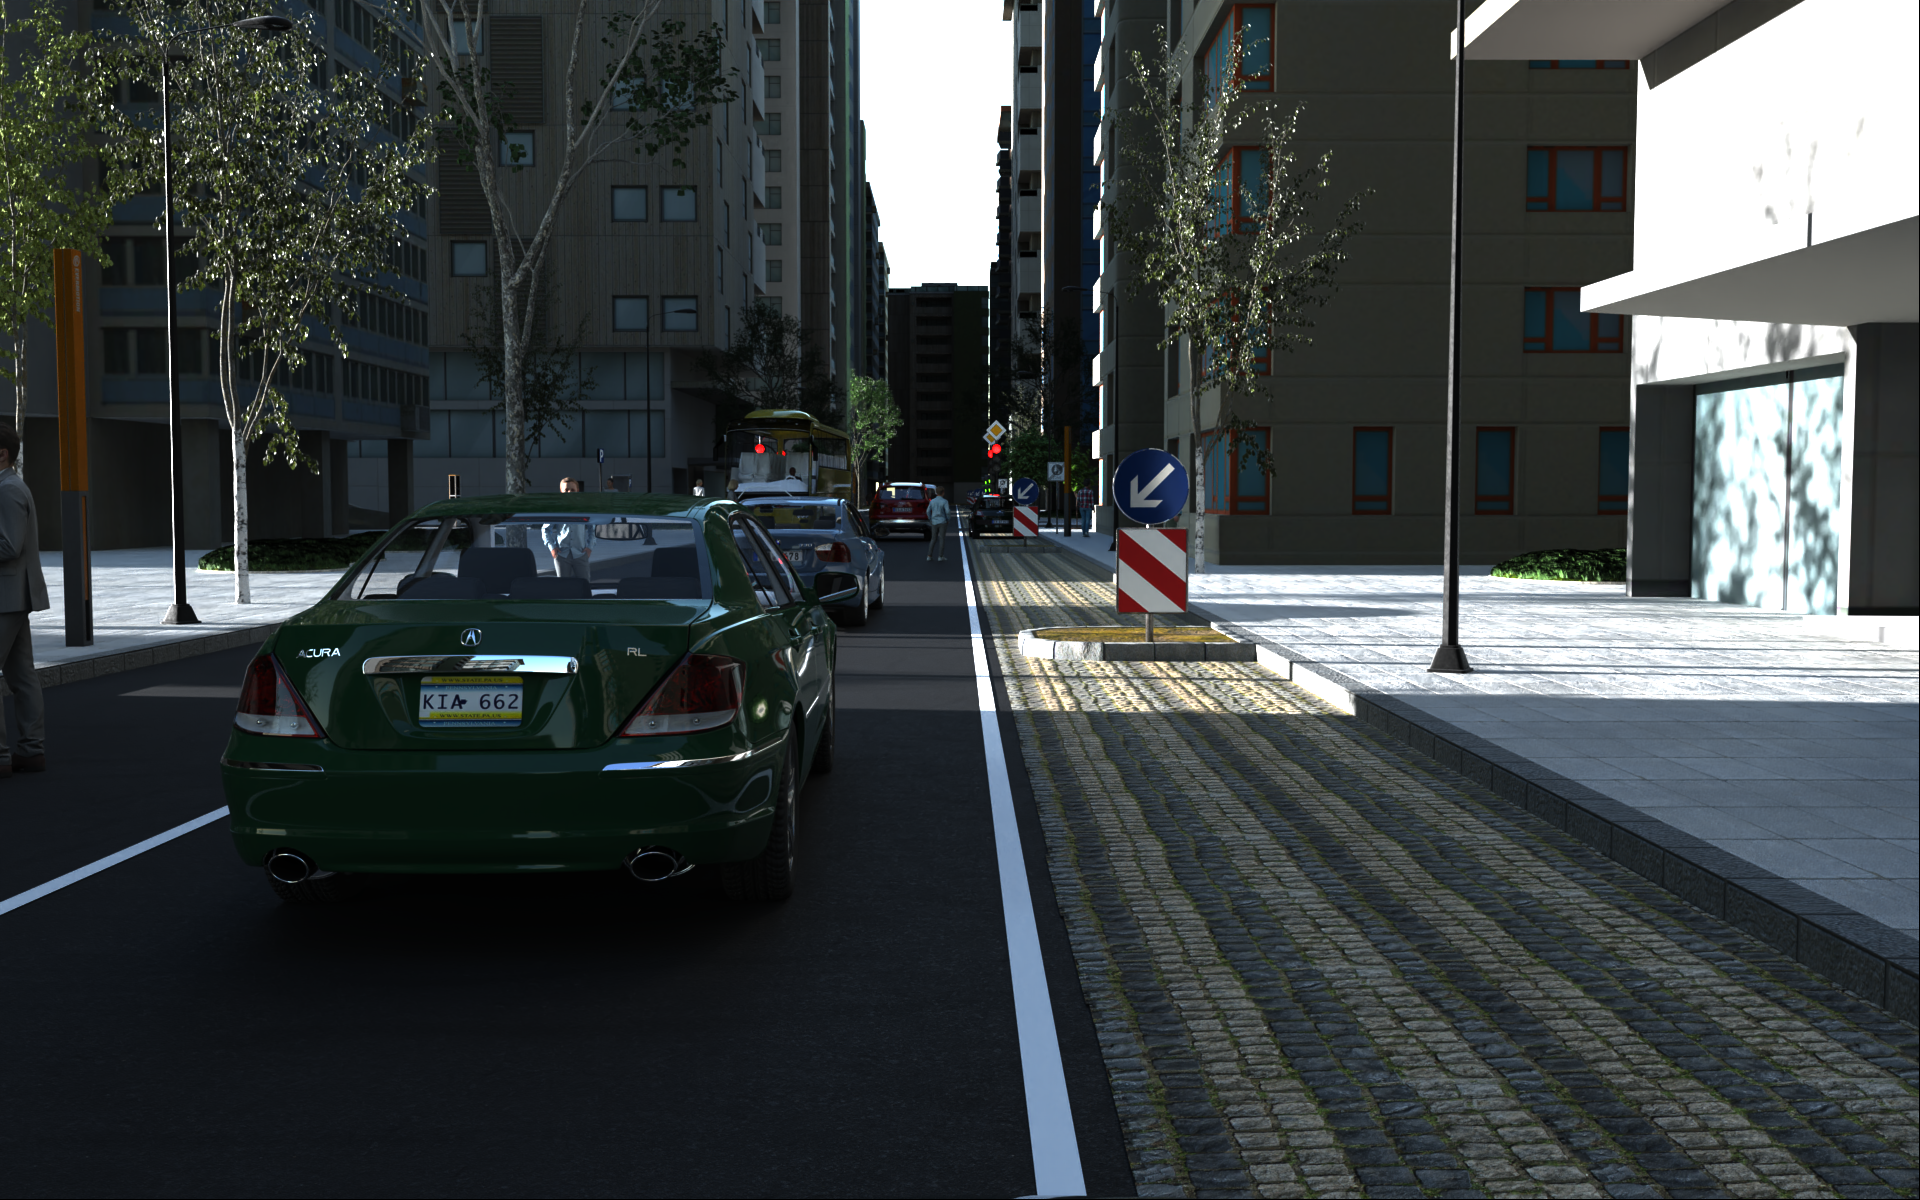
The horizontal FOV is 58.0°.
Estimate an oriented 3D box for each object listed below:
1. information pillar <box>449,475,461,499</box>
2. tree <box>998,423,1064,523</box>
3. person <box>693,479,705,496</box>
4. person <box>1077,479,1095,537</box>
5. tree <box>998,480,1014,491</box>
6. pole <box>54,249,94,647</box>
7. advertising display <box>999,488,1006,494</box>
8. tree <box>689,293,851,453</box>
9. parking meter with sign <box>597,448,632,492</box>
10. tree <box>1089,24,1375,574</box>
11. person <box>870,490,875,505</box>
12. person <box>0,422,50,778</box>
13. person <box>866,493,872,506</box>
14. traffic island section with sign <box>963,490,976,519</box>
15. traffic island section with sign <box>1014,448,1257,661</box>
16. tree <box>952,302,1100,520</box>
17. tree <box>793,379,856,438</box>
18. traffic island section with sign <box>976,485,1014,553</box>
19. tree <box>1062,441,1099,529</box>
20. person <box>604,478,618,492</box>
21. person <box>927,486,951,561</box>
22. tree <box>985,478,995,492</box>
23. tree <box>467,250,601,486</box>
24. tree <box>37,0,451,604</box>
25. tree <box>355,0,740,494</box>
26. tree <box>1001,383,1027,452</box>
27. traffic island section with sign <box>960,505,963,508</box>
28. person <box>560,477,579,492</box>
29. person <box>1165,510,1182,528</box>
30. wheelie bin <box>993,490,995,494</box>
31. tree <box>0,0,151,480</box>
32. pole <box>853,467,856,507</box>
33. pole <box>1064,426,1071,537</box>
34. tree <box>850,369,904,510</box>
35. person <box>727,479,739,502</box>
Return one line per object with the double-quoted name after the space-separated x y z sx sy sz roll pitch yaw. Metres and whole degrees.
-19.366 -3.788 66.432 0.304 2.012 0.304 1 4 20 "information pillar"
3.397 -5.781 78.232 4.285 4.588 4.351 0 3 0 "tree"
-9.898 -3.661 65.778 0.514 1.842 0.818 0 4 1 "person"
3.749 -2.738 51.647 0.563 1.720 0.643 2 4 32 "person"
3.560 -6.593 102.393 1.663 3.219 1.824 0 3 0 "tree"
-7.441 -1.266 14.539 0.158 3.312 0.155 0 3 0 "pole"
2.909 -6.971 119.191 0.123 1.923 0.974 1 4 22 "advertising display"
-8.511 -8.946 80.687 7.601 10.594 8.767 1 4 16 "tree"
-12.947 -4.285 66.326 1.738 3.016 0.543 0 4 6 "parking meter with sign"
4.069 -4.725 27.623 4.360 8.622 3.978 0 3 0 "tree"
-9.383 -10.868 184.454 1.217 1.735 0.721 -1 4 -14 "person"
-4.963 -0.007 8.808 0.583 1.804 0.606 -2 4 -32 "person"
-9.611 -10.610 182.754 0.697 1.427 0.421 1 4 11 "person"
1.311 -5.484 98.288 1.989 1.847 2.006 0 4 0 "traffic island section with sign"
1.541 -0.433 15.706 1.989 1.847 2.006 0 4 0 "traffic island section with sign"
3.779 -9.204 84.901 8.767 10.594 7.601 0 4 1 "tree"
-8.694 -9.606 107.417 4.360 8.622 3.978 0 3 0 "tree"
1.475 -2.082 42.661 1.989 1.847 2.006 0 4 0 "traffic island section with sign"
4.434 -4.220 63.605 1.663 3.219 1.824 0 3 0 "tree"
-9.858 -2.564 48.718 0.760 1.731 0.466 3 4 38 "person"
-0.439 -1.650 37.289 0.589 1.601 0.330 2 4 33 "person"
3.896 -14.163 226.172 1.663 3.219 1.824 0 3 0 "tree"
-13.385 -6.305 53.453 4.360 8.622 3.978 0 3 0 "tree"
-8.177 -4.266 20.110 4.360 8.622 3.978 0 3 0 "tree"
-7.911 -10.877 33.720 12.611 20.169 13.585 0 3 0 "tree"
4.449 -10.025 114.264 4.360 8.622 3.978 0 3 0 "tree"
1.217 -7.196 126.282 1.989 1.847 2.006 0 4 0 "traffic island section with sign"
-3.983 -0.455 17.748 0.589 1.601 0.330 -1 4 -9 "person"
3.834 -1.504 30.978 0.444 1.785 0.601 1 4 20 "person"
2.825 -8.304 143.671 0.693 1.594 0.980 0 4 -4 "wheelie bin"
-13.424 -4.507 24.047 4.737 8.622 4.395 0 3 0 "tree"
-7.998 -8.397 131.130 0.158 3.312 0.155 0 3 0 "pole"
3.245 -3.566 52.147 0.158 3.312 0.155 0 3 0 "pole"
-8.418 -13.253 142.439 9.928 11.665 9.643 0 3 0 "tree"
-5.719 -2.129 43.489 0.728 1.800 0.709 0 4 -6 "person"
